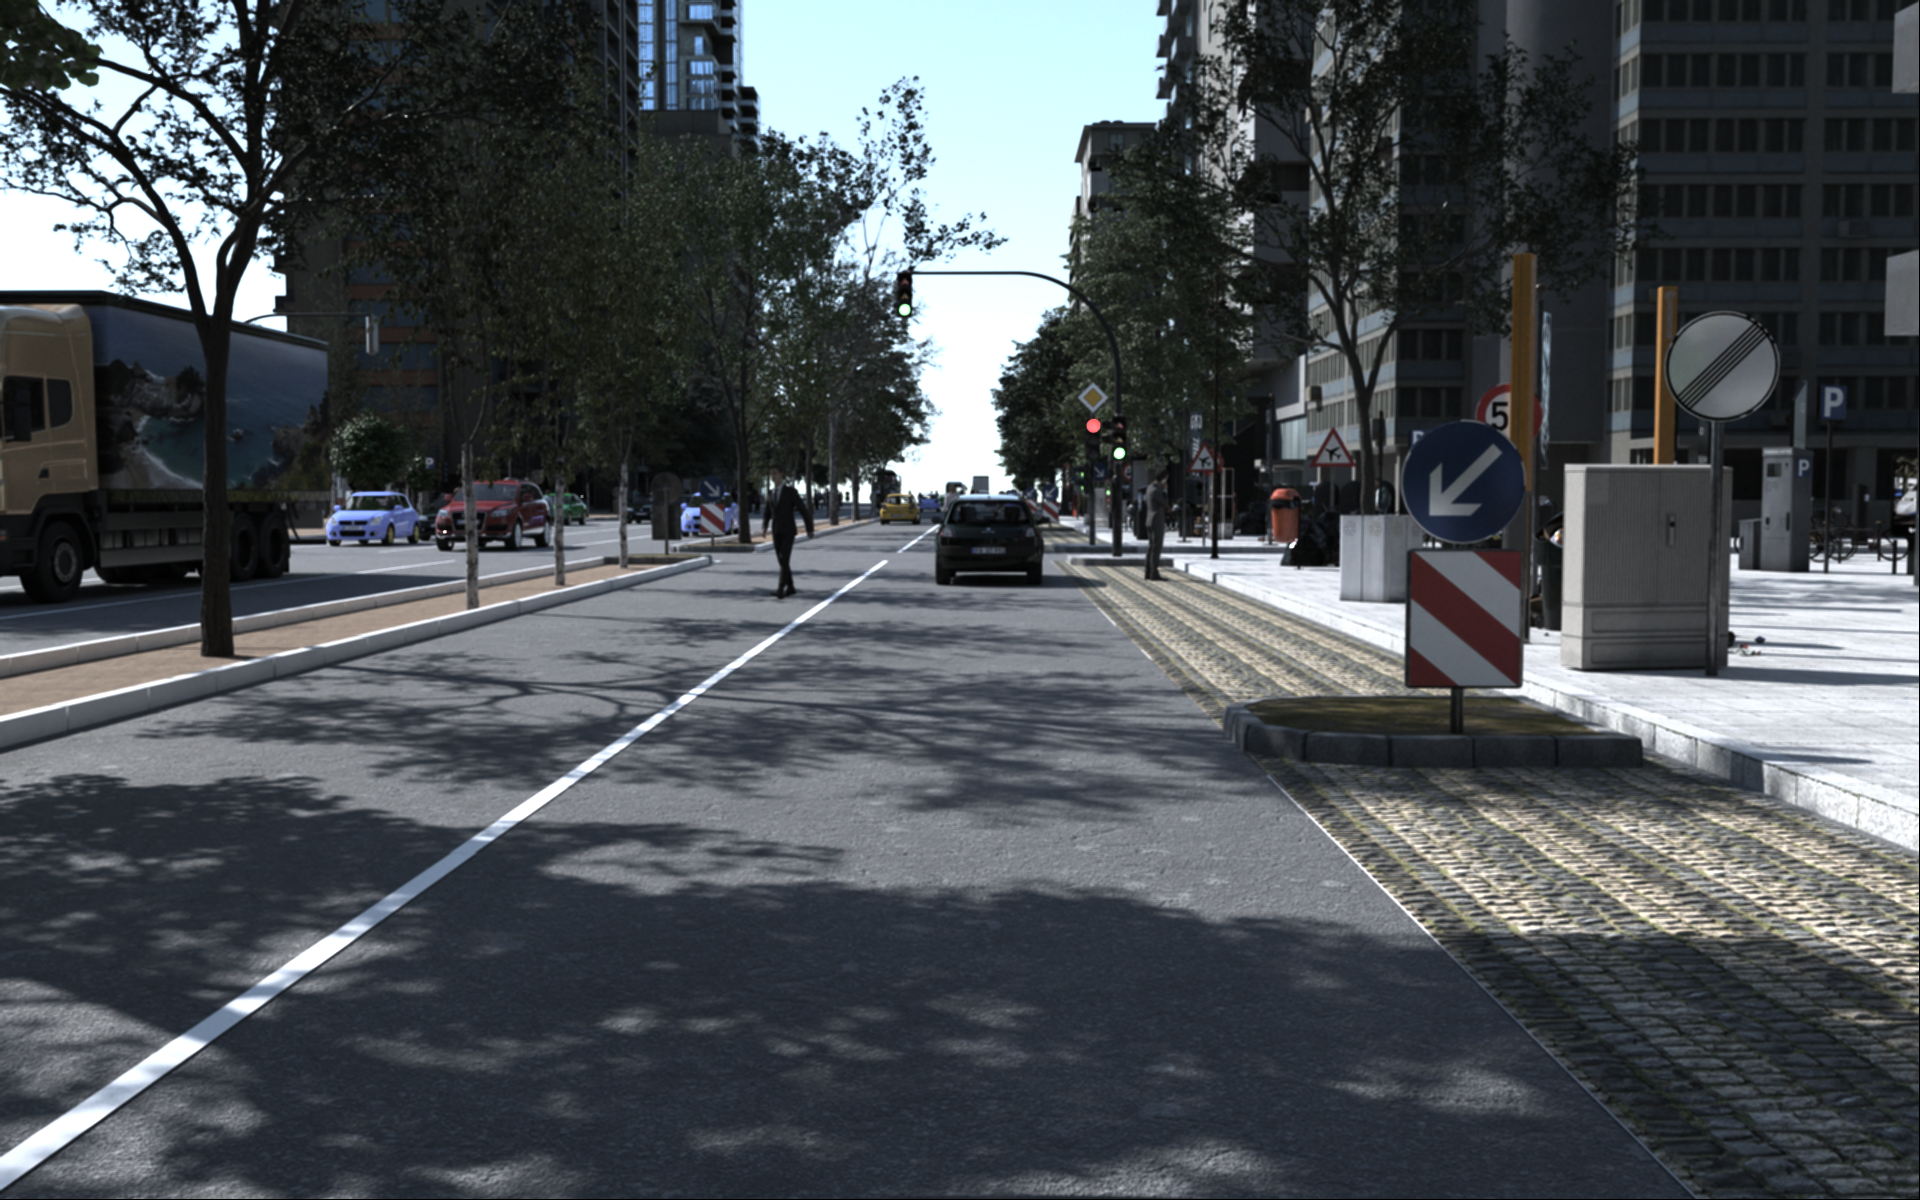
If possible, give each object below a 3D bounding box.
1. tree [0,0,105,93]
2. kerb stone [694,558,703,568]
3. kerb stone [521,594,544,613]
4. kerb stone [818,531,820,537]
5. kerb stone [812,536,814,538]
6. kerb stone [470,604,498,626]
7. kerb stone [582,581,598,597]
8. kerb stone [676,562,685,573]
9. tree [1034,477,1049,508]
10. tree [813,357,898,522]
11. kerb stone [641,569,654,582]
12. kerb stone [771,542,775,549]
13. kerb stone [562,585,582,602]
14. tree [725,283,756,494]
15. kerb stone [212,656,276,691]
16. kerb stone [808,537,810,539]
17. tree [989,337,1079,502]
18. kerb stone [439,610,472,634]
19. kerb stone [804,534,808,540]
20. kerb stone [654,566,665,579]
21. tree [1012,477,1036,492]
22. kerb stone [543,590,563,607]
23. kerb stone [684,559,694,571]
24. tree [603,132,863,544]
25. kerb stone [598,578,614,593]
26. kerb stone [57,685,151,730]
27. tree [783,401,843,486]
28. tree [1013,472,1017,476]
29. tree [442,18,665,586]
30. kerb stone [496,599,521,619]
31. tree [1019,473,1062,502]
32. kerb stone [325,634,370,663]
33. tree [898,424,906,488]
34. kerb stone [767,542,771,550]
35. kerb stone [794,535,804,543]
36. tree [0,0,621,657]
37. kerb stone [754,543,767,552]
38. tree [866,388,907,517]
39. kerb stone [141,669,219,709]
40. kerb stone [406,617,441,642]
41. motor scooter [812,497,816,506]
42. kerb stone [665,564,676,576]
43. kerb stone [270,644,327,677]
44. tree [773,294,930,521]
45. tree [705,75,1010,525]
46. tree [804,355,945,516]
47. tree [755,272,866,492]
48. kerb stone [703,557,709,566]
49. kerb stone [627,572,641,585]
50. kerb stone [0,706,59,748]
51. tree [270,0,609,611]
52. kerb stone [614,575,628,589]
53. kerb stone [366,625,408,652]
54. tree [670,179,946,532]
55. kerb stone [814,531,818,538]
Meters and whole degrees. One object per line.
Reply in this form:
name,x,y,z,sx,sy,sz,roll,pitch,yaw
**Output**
tree,-6.304,-5.280,6.906,7.486,12.596,7.792,0,3,0
kerb stone,-5.174,-0.698,33.604,0.120,0.150,1.000,0,4,1
kerb stone,-5.330,0.061,21.267,0.120,0.150,1.000,0,4,1
kerb stone,-4.852,-2.173,57.723,0.120,0.150,1.000,0,4,1
kerb stone,-4.874,-2.048,55.677,0.120,0.150,1.000,0,4,1
kerb stone,-5.358,0.183,19.217,0.120,0.150,1.000,0,4,1
kerb stone,-5.290,-0.131,24.345,0.120,0.150,1.000,0,4,1
kerb stone,-5.194,-0.564,31.550,0.120,0.150,1.000,0,4,1
tree,8.051,-10.372,164.182,1.663,3.219,1.824,0,3,0
tree,-5.324,-8.172,86.436,4.360,8.622,3.978,0,3,0
kerb stone,-5.233,-0.381,28.466,0.120,0.150,1.000,0,4,1
kerb stone,-5.012,-1.420,45.451,0.120,0.150,1.000,0,4,1
kerb stone,-5.301,-0.067,23.323,0.120,0.150,1.000,0,4,1
tree,-6.515,-4.924,33.331,4.737,8.622,4.395,0,3,0
kerb stone,-5.444,0.560,13.065,0.120,0.150,1.000,0,4,1
kerb stone,-4.886,-1.980,54.655,0.120,0.150,1.000,0,4,1
tree,6.572,-13.331,124.617,9.857,13.997,8.962,0,3,0
kerb stone,-5.362,0.245,18.194,0.120,0.150,1.000,0,4,1
kerb stone,-4.894,-1.923,53.633,0.120,0.150,1.000,0,4,1
kerb stone,-5.225,-0.441,29.498,0.120,0.150,1.000,0,4,1
tree,9.235,-16.280,249.883,4.285,4.588,4.351,0,3,0
kerb stone,-5.324,-0.006,22.297,0.120,0.150,1.000,0,4,1
kerb stone,-5.189,-0.635,32.580,0.120,0.150,1.000,0,4,1
tree,-6.297,-7.420,49.522,9.928,11.665,9.643,0,3,0
kerb stone,-5.276,-0.195,25.377,0.120,0.150,1.000,0,4,1
kerb stone,-5.464,0.684,11.014,0.120,0.150,1.000,0,4,1
tree,-18.932,-19.018,217.604,9.857,13.997,8.962,0,3,0
tree,8.527,-17.895,242.941,4.360,8.622,3.978,0,3,0
tree,-6.273,-4.535,26.965,4.737,8.622,4.395,0,3,0
kerb stone,-5.353,0.120,20.239,0.120,0.150,1.000,0,4,1
tree,7.874,-12.748,158.793,4.360,8.622,3.978,0,3,0
kerb stone,-5.411,0.439,15.116,0.120,0.150,1.000,0,4,1
tree,-5.066,-9.044,100.696,4.360,8.622,3.978,0,3,0
kerb stone,-5.026,-1.359,44.422,0.120,0.150,1.000,0,4,1
kerb stone,-4.916,-1.860,52.611,0.120,0.150,1.000,0,4,1
tree,-6.575,-4.754,14.600,8.767,10.594,7.601,0,4,1
kerb stone,-5.031,-1.294,43.393,0.120,0.150,1.000,0,4,1
tree,-5.188,-9.328,105.337,4.737,8.622,4.395,0,3,0
kerb stone,-5.455,0.622,12.043,0.120,0.150,1.000,0,4,1
kerb stone,-5.386,0.308,17.168,0.120,0.150,1.000,0,4,1
motor scooter,-17.367,-11.869,206.839,0.815,1.314,1.986,0,4,1
kerb stone,-5.208,-0.509,30.525,0.120,0.150,1.000,0,4,1
kerb stone,-5.420,0.496,14.087,0.120,0.150,1.000,0,4,1
tree,-5.491,-10.504,92.330,7.486,12.596,7.792,0,3,0
tree,-4.543,-13.404,77.504,12.611,20.169,13.585,0,3,0
tree,-5.161,-10.698,111.777,8.767,10.594,7.601,0,4,1
tree,-5.558,-6.373,57.023,4.737,8.622,4.395,0,3,0
kerb stone,-5.155,-0.757,34.627,0.120,0.150,1.000,0,4,1
kerb stone,-5.252,-0.321,27.440,0.120,0.150,1.000,0,4,1
kerb stone,-5.478,0.749,9.989,0.120,0.150,1.000,0,4,1
tree,-5.958,-4.153,20.721,4.360,8.622,3.978,0,3,0
kerb stone,-5.259,-0.258,26.408,0.120,0.150,1.000,0,4,1
kerb stone,-5.399,0.370,16.146,0.120,0.150,1.000,0,4,1
tree,-5.730,-9.328,65.334,12.009,13.543,11.850,0,3,0
kerb stone,-4.854,-2.109,56.699,0.120,0.150,1.000,0,4,1
